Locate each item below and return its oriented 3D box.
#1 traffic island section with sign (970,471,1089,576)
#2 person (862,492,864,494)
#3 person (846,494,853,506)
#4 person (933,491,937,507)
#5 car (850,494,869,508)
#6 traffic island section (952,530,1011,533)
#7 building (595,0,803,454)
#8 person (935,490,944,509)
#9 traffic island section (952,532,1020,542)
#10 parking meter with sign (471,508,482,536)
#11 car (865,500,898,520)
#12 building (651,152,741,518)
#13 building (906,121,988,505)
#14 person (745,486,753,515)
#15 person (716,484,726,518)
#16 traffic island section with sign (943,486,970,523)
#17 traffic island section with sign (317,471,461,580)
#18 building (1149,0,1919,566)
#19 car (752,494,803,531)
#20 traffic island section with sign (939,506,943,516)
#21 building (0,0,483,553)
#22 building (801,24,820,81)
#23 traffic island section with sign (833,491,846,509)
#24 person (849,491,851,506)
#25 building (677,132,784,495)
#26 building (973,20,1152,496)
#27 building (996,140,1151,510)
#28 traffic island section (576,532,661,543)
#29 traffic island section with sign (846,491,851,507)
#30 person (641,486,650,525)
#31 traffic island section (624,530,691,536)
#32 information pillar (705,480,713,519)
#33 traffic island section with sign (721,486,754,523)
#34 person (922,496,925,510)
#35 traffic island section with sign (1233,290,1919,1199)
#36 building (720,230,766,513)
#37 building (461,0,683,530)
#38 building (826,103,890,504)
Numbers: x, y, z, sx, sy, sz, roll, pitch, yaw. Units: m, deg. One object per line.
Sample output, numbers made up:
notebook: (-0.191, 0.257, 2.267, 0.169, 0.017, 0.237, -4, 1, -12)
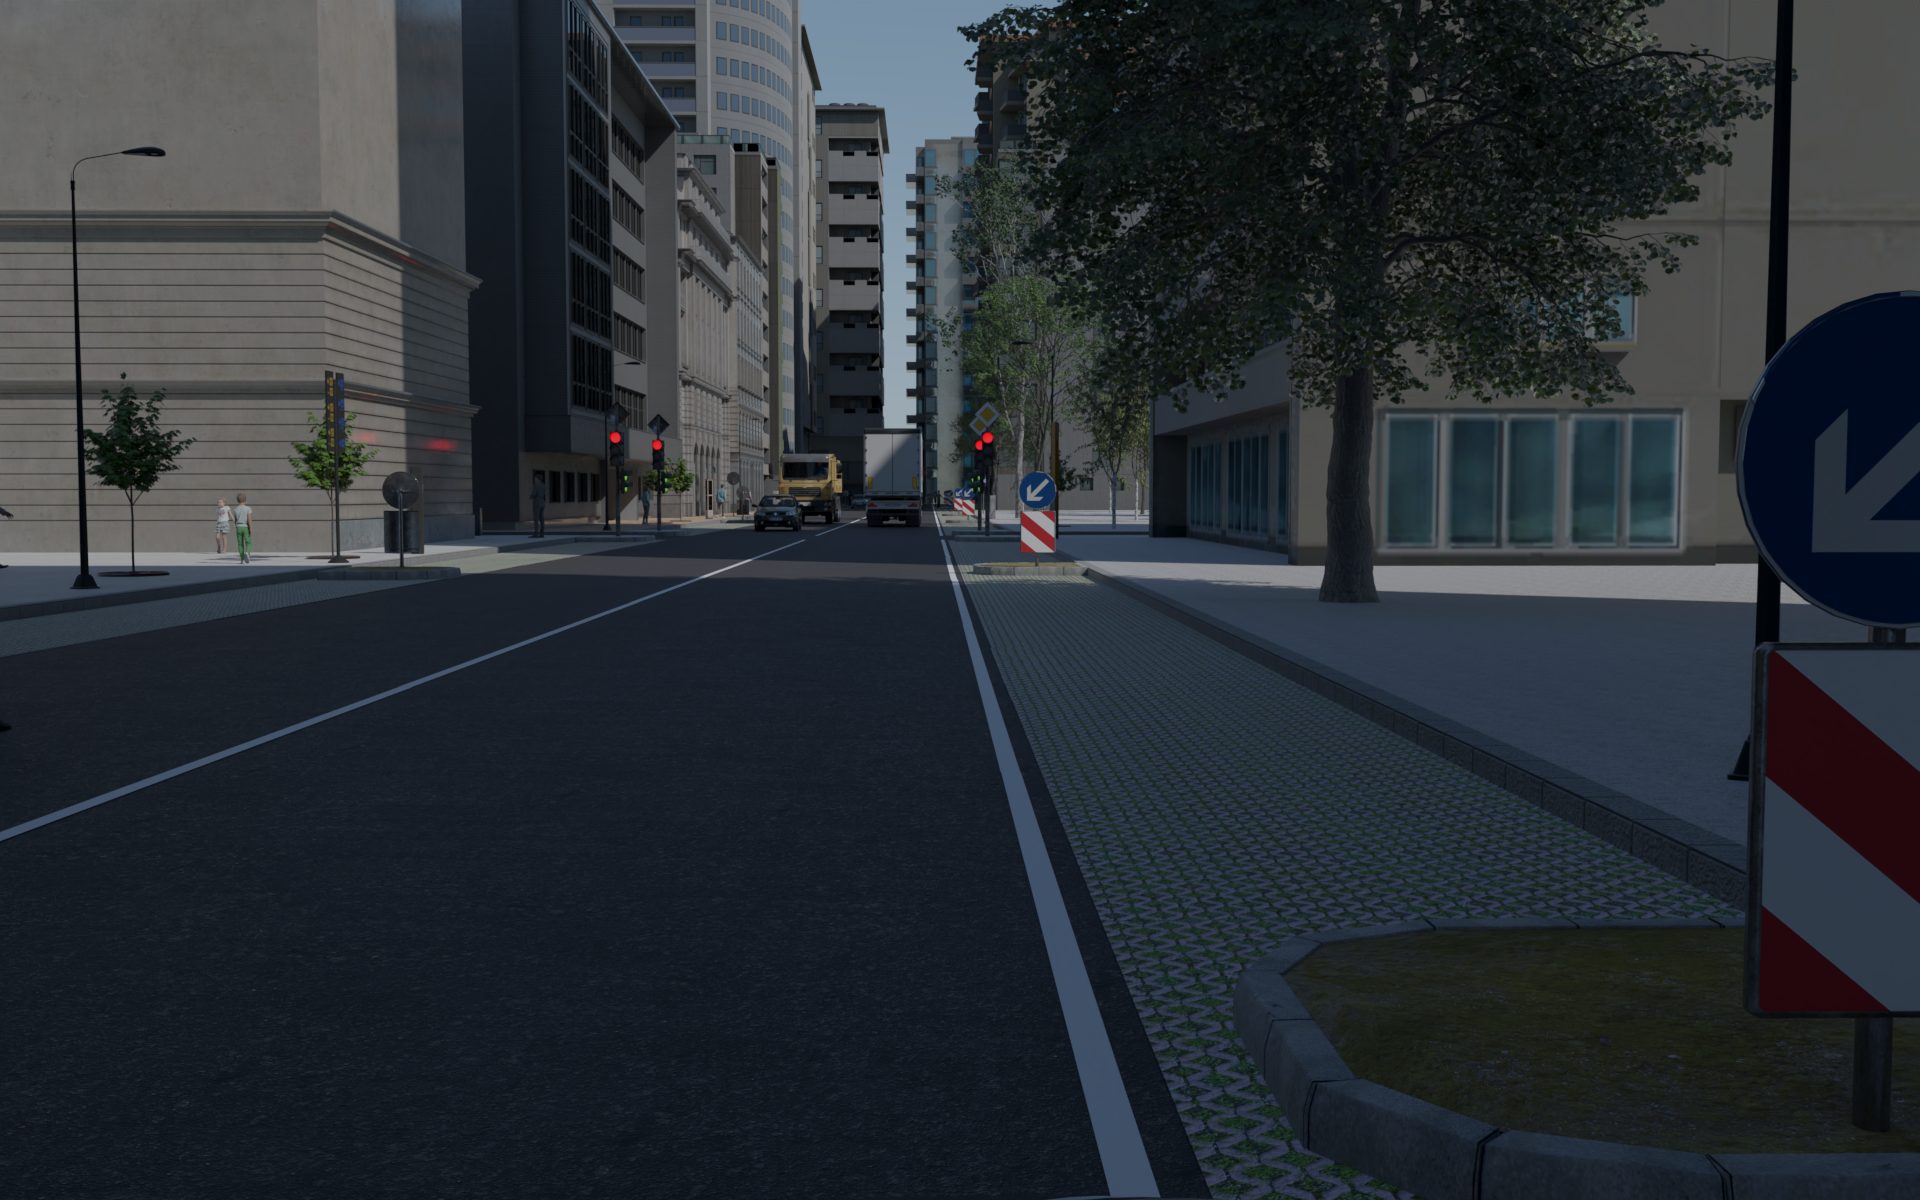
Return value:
traffic island section with sign: (1.238, -1.376, 31.132, 1.989, 1.847, 2.006, 0, 4, -1)
person: (-10.777, -11.117, 191.737, 0.593, 1.643, 0.415, 3, 4, 37)
person: (-12.755, -11.642, 199.664, 1.217, 1.723, 0.721, 1, 4, 22)
person: (-2.850, -11.363, 195.075, 0.721, 1.735, 1.217, 1, 4, 14)
car: (-10.076, -9.931, 174.368, 2.014, 1.417, 4.499, 0, 4, -1)
traffic island section: (0.714, -2.350, 60.701, 2.009, 0.180, 2.903, 0, 4, -1)
building: (-26.362, -37.963, 162.700, 21.231, 58.520, 28.212, 0, 4, -1)
person: (-2.035, -9.726, 167.598, 0.705, 1.814, 1.350, -3, 4, -39)
traffic island section: (0.856, -1.862, 52.717, 2.009, 0.180, 2.903, 0, 4, -1)
parking meter with sign: (-15.582, -3.477, 53.115, 1.738, 3.016, 0.543, 0, 4, -6)
car: (-4.405, -5.471, 98.246, 1.959, 1.807, 4.718, 0, 4, -2)
building: (-20.983, -15.996, 103.337, 13.314, 21.916, 24.055, 0, 4, -1)
building: (8.075, -37.438, 231.719, 30.456, 49.044, 23.786, 0, 4, -1)
person: (-13.160, -6.174, 107.581, 0.593, 1.750, 0.643, 1, 4, 12)
person: (-12.927, -5.347, 93.486, 0.660, 1.820, 0.620, 1, 4, 19)
traffic island section with sign: (0.285, -4.690, 85.313, 1.989, 1.847, 2.006, 0, 4, -1)
traffic island section with sign: (-9.644, -1.278, 29.531, 1.989, 1.847, 2.006, 0, 4, -1)
building: (16.480, -25.463, 40.029, 21.300, 48.544, 21.600, 0, 4, -1)
car: (-7.131, -3.560, 67.991, 2.009, 1.686, 4.222, 0, 4, -3)
traffic island section with sign: (-0.191, -6.342, 112.316, 1.989, 1.847, 2.006, 0, 4, -1)
building: (-30.835, -13.743, 43.776, 34.723, 24.649, 14.460, 0, 4, -1)
building: (-30.043, -37.046, 194.946, 27.495, 52.752, 28.713, 0, 4, -1)
traffic island section with sign: (-12.014, -9.420, 162.648, 1.989, 1.847, 2.006, 0, 4, -1)
person: (-12.313, -11.354, 194.856, 0.721, 1.735, 1.217, 0, 4, -4)
building: (-22.145, -22.665, 142.278, 14.160, 30.474, 14.107, 0, 4, -1)
building: (12.474, -31.244, 165.457, 22.147, 44.769, 28.867, 0, 4, -1)
building: (9.916, -22.795, 144.398, 14.160, 30.474, 14.107, 0, 4, -1)
traffic island section: (-10.384, -1.850, 52.523, 2.009, 0.180, 2.903, 0, 4, -1)
traffic island section with sign: (-12.506, -11.135, 190.681, 1.989, 1.847, 2.006, 0, 4, -1)
person: (-13.218, -3.987, 73.033, 0.330, 1.601, 0.589, -2, 4, -29)
traffic island section: (-10.525, -2.338, 60.507, 2.009, 0.180, 2.903, 0, 4, -1)
information pillar: (-12.828, -5.143, 88.579, 0.304, 2.012, 0.304, -2, 4, -32)
traffic island section with sign: (-10.644, -4.678, 85.112, 1.989, 1.847, 2.006, 0, 4, -1)
person: (-3.473, -8.948, 155.718, 0.530, 1.710, 0.541, -2, 4, -32)
traffic island section with sign: (1.734, 0.272, 4.181, 1.989, 1.847, 2.006, 0, 4, -1)
building: (-19.734, -16.876, 125.068, 9.793, 20.994, 18.267, 0, 4, -1)
building: (-21.308, -15.669, 75.259, 14.314, 24.678, 30.058, 0, 4, -1)
building: (-21.311, -39.407, 233.545, 27.495, 52.752, 28.713, 0, 4, -1)
